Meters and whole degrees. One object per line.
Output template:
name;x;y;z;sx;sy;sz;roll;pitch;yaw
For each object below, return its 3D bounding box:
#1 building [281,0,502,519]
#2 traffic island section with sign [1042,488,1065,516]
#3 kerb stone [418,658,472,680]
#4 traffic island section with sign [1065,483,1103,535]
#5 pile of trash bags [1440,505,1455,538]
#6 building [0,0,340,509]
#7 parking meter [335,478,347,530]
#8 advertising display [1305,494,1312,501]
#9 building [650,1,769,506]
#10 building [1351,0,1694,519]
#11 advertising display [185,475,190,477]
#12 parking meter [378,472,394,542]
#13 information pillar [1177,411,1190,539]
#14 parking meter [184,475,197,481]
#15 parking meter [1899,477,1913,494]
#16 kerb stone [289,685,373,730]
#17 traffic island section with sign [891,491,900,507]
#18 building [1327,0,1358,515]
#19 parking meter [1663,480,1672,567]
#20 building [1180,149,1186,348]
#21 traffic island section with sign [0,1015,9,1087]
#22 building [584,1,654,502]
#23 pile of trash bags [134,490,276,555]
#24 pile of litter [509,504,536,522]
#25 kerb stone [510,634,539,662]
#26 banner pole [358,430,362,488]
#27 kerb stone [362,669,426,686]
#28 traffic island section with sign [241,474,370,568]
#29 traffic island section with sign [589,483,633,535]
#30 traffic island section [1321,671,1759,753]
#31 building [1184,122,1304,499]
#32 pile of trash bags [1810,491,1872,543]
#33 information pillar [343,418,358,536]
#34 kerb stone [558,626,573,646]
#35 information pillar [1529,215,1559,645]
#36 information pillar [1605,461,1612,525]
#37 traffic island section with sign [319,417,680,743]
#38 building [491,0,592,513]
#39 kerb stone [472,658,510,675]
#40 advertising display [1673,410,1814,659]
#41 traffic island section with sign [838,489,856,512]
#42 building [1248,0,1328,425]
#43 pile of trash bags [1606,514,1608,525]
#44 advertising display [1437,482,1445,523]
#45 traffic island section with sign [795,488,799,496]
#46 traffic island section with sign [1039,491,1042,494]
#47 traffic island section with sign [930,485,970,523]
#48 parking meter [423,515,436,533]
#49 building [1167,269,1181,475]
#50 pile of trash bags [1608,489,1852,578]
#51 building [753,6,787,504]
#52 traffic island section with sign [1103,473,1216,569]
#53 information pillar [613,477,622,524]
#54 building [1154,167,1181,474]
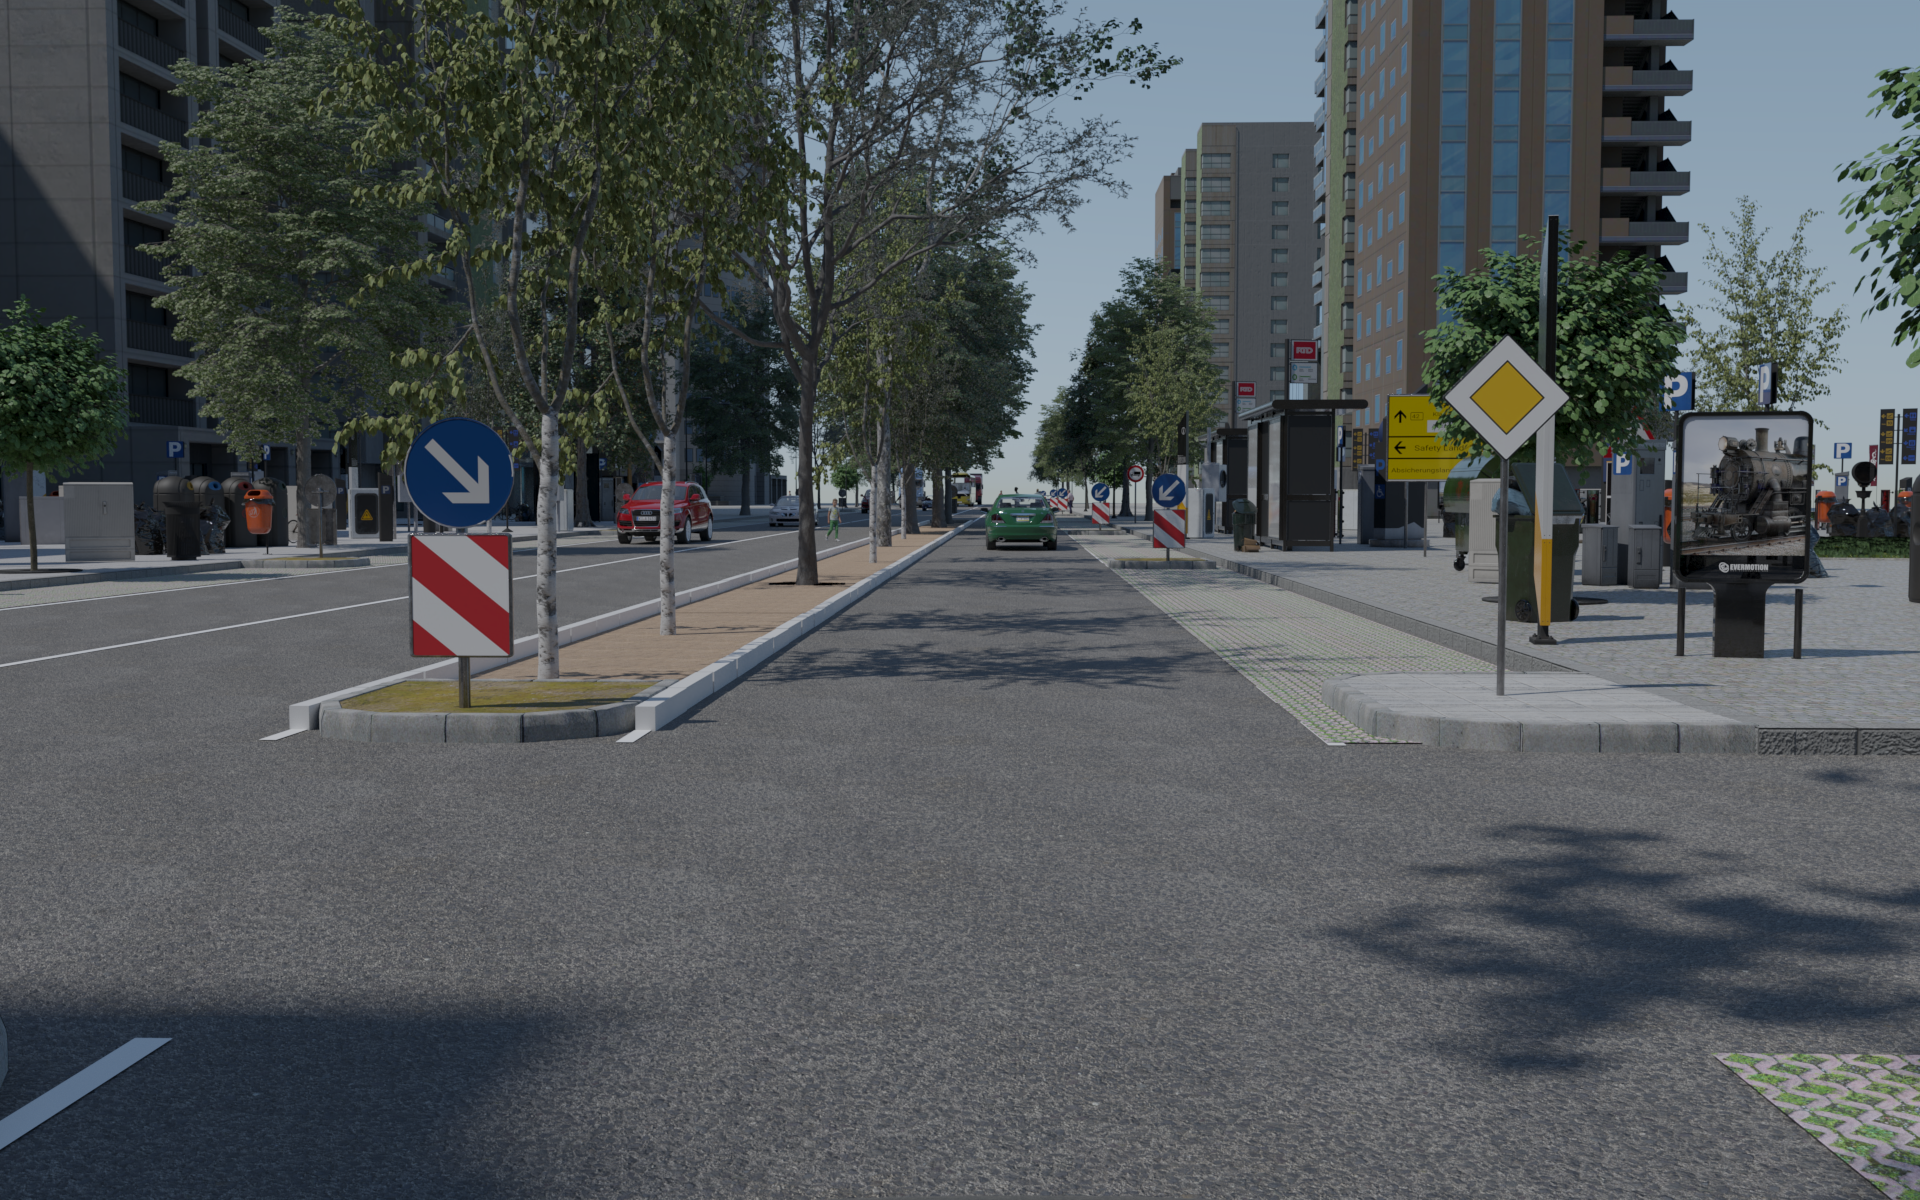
building;-34.207;-25.114;94.211;14.154;41.232;14.086;0;4;2
traffic island section with sign;6.438;-6.258;110.938;1.989;1.847;2.006;0;4;2
kerb stone;-3.916;0.560;13.051;0.120;0.150;1.000;0;4;2
traffic island section with sign;4.796;-3.196;60.881;1.989;1.847;2.006;0;4;2
pile of trash bags;15.113;-2.532;51.149;1.912;1.369;3.447;0;4;-5
building;-38.020;-38.704;71.060;20.563;71.187;20.611;0;4;2
parking meter;-22.088;-3.433;61.833;0.399;1.863;0.255;-1;4;-17
advertising display;11.925;-3.304;59.231;0.123;1.923;0.974;0;4;5
building;-34.451;-40.131;198.148;21.231;58.520;28.212;0;4;2
building;29.797;-27.138;93.819;14.600;45.320;14.200;0;4;2
advertising display;-26.730;-3.360;60.148;0.123;1.923;0.974;-2;4;-34
parking meter;-15.462;-2.507;46.693;0.399;1.863;0.255;-1;4;-21
information pillar;6.323;-3.531;49.079;0.183;3.616;0.504;-2;4;-23
parking meter;-23.729;-2.915;53.365;0.399;1.863;0.255;1;4;22
parking meter;32.360;-3.278;59.301;0.399;1.863;0.255;-2;4;-27
kerb stone;-3.989;0.685;10.997;0.120;0.150;1.000;0;4;2
traffic island section with sign;-7.519;-11.287;193.176;1.989;1.847;2.006;0;4;2
building;29.866;-25.962;108.066;14.154;41.232;14.086;0;4;2
parking meter;12.476;-1.362;30.673;0.372;1.533;0.369;0;3;0
building;33.263;-32.047;207.569;14.154;41.232;14.086;0;4;2
traffic island section with sign;-3.198;0.283;3.512;2.006;1.907;1.989;0;4;2
building;-32.992;-29.892;138.849;14.600;45.320;14.200;0;4;2
pile of trash bags;-16.111;-1.652;36.767;3.447;1.369;1.912;1;4;12
pile of litter;-20.202;-4.073;80.560;1.719;0.858;1.176;1;4;12
kerb stone;-3.855;0.434;15.104;0.120;0.150;1.000;0;4;2
banner pole;-23.691;-4.771;68.030;0.863;3.779;0.401;3;4;36
kerb stone;-3.953;0.622;12.022;0.120;0.150;1.000;0;4;2
traffic island section with sign;-12.779;-1.558;34.102;1.989;1.847;2.006;0;4;2
traffic island section with sign;-11.897;-3.206;61.043;1.989;1.847;2.006;0;4;2
traffic island section;3.462;0.687;11.043;2.009;0.180;2.903;0;4;2
building;33.182;-31.186;193.478;14.154;41.232;14.086;0;4;2
pile of trash bags;25.417;-2.404;49.051;1.912;1.369;3.447;-1;4;-10
information pillar;-18.766;-3.806;53.576;0.183;3.616;0.504;0;4;3
kerb stone;-3.815;0.374;16.126;0.120;0.150;1.000;0;4;2
information pillar;5.024;-1.437;14.856;0.183;3.616;0.504;1;4;11
information pillar;14.682;-2.098;38.793;0.304;2.012;0.304;-1;4;-12
traffic island section with sign;-2.943;-0.170;10.915;2.006;1.907;1.989;0;4;2
building;-38.032;-30.397;116.603;23.786;49.044;30.456;0;4;2
kerb stone;-3.888;0.498;14.082;0.120;0.150;1.000;0;4;2
advertising display;6.108;-0.509;13.542;0.974;1.923;0.123;1;4;15
traffic island section with sign;-9.341;-7.910;137.955;1.989;1.847;2.006;0;4;2
building;35.165;-49.963;129.573;22.319;86.520;31.000;0;4;2
pile of trash bags;13.680;-1.392;32.510;1.912;1.369;3.447;-2;4;-32
advertising display;21.603;-4.369;76.645;0.974;1.923;0.123;-1;4;-10
traffic island section with sign;-10.229;-6.259;110.967;1.989;1.847;2.006;0;4;2
traffic island section with sign;7.339;-7.905;137.878;1.989;1.847;2.006;0;4;2
traffic island section with sign;-0.466;-4.763;86.012;2.006;1.907;1.989;0;4;2
parking meter;-16.527;-2.784;53.923;0.372;1.533;0.369;0;3;0
building;33.307;-27.550;222.151;14.160;30.474;14.107;0;4;2
pile of trash bags;12.182;-1.096;27.667;1.912;1.369;3.447;-1;4;-9
building;-33.160;-47.953;222.287;20.563;71.187;20.611;0;4;2
traffic island section with sign;3.891;-1.535;33.729;1.989;1.847;2.006;0;4;2
information pillar;-14.910;-4.340;75.456;0.304;2.012;0.304;-2;4;-34
building;34.034;-35.889;236.899;14.600;45.320;14.200;0;4;2
